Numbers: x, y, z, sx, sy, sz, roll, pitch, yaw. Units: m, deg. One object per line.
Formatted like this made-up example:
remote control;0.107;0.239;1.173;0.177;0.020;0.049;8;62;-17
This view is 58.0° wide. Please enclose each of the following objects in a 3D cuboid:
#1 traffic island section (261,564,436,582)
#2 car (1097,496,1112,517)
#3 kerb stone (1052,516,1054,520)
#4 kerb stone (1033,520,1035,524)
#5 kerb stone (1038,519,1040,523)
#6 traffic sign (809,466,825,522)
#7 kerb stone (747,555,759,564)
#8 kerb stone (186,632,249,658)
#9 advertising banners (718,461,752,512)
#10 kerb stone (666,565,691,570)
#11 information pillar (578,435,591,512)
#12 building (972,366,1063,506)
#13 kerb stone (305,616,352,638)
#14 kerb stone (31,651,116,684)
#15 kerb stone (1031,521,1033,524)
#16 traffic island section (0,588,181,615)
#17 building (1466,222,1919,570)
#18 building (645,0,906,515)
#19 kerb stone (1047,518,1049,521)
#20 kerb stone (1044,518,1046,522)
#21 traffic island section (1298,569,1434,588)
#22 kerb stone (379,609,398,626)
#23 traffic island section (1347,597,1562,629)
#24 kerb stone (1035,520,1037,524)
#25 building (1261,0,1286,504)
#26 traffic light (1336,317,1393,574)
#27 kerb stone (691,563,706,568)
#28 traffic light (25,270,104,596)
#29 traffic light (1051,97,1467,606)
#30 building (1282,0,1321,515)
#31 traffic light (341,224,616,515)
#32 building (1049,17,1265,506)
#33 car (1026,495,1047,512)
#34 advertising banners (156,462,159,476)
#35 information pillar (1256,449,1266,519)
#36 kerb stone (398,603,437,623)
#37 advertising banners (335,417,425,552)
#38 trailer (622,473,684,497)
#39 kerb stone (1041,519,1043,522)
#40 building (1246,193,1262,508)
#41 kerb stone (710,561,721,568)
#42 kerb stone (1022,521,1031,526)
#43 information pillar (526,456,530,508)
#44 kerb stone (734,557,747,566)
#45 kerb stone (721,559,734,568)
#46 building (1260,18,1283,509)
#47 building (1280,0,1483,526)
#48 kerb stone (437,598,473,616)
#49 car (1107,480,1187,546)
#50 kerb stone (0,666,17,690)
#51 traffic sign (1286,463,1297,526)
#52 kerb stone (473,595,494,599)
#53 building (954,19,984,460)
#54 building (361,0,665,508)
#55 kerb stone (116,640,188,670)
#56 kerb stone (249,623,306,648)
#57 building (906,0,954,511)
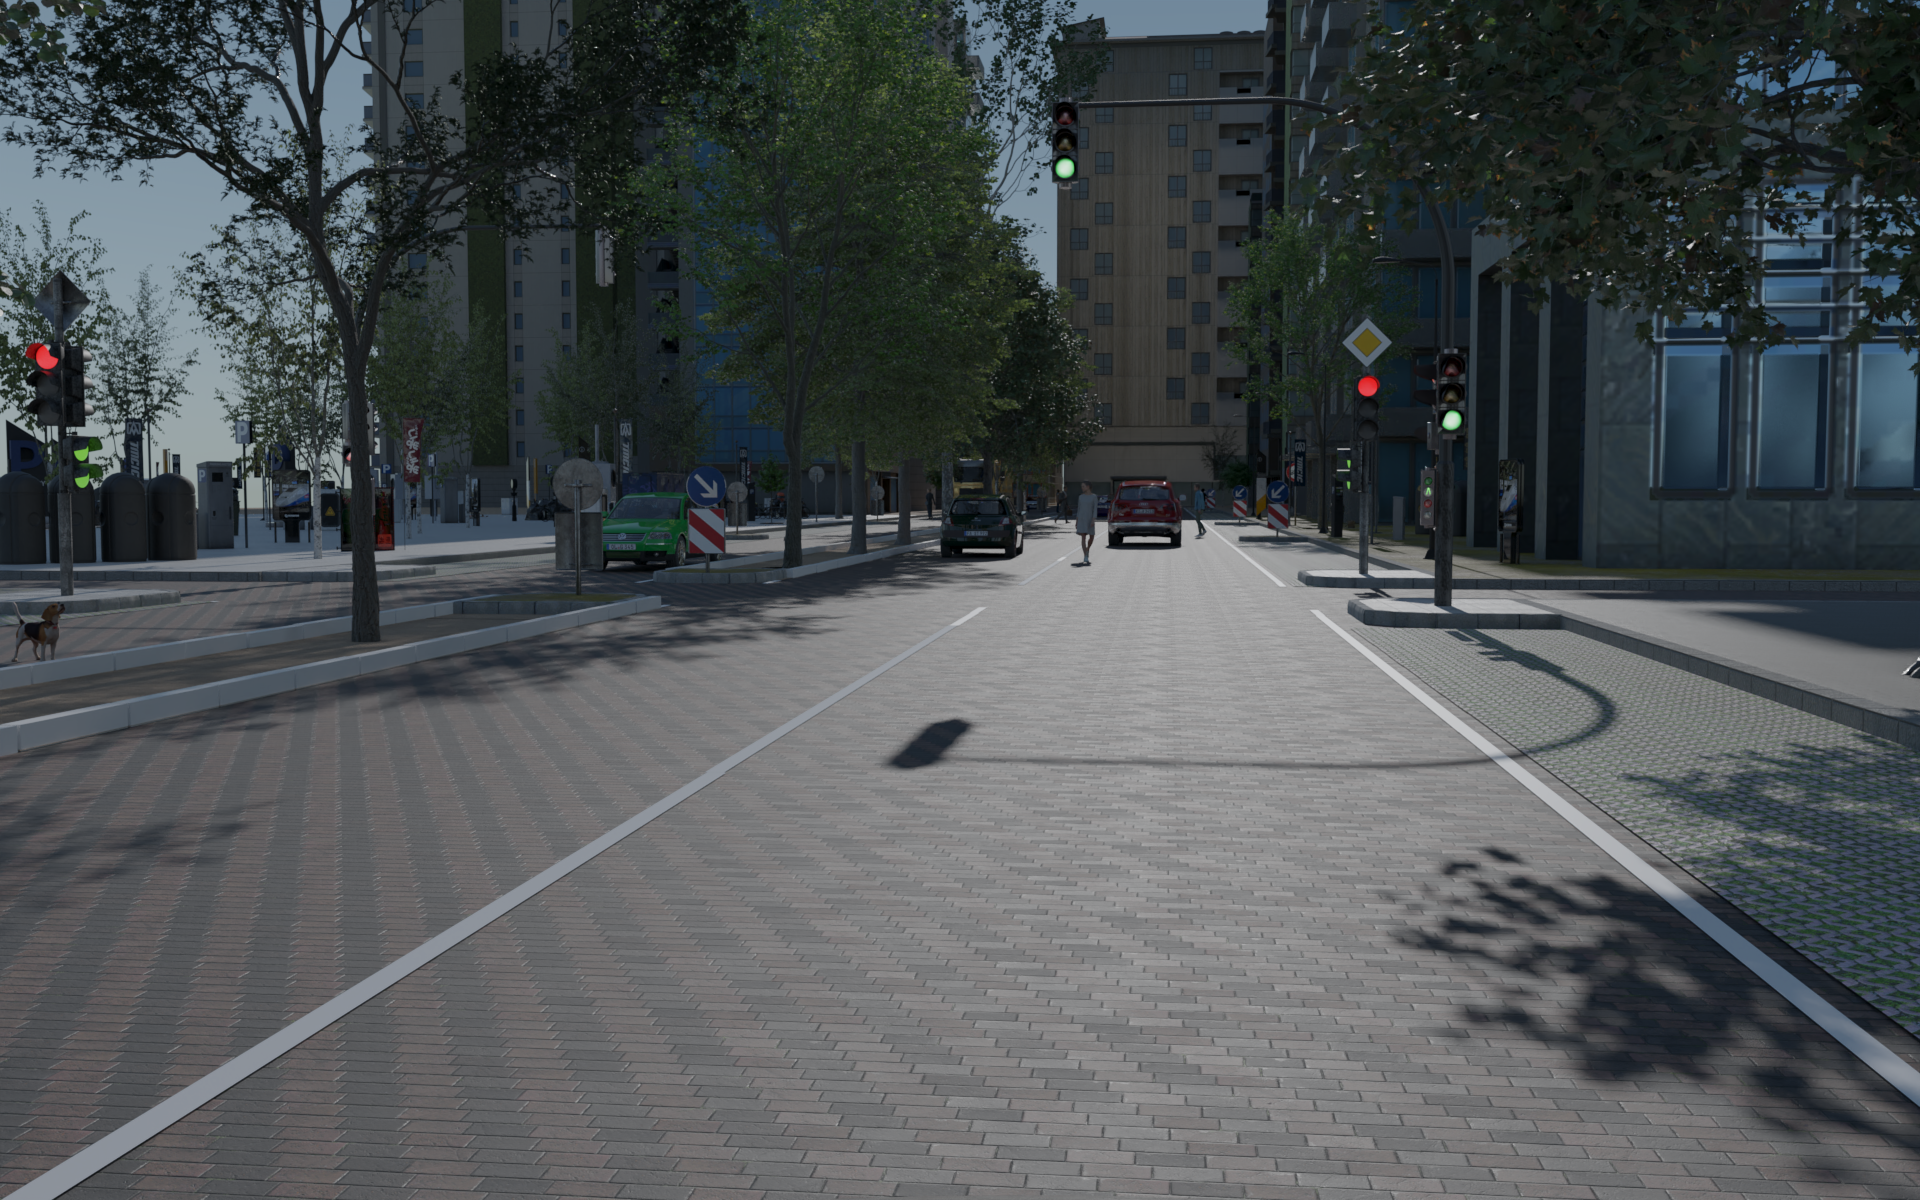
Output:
traffic island section;-10.366;-0.463;29.847;2.009;0.180;2.903;0;4;7
car;7.592;-4.892;92.558;1.945;1.354;3.894;0;4;8
kerb stone;4.907;-4.451;95.096;0.120;0.150;1.000;0;4;7
kerb stone;3.325;-3.650;81.865;0.120;0.150;1.000;0;4;7
kerb stone;3.693;-3.836;84.915;0.120;0.150;1.000;0;4;7
traffic sign;-6.534;-4.812;78.774;0.768;2.556;0.104;1;4;14
kerb stone;-4.325;-0.806;35.366;0.120;0.150;1.000;0;4;7
kerb stone;-6.704;0.410;15.498;0.120;0.150;1.000;0;4;7
advertising banners;-11.923;-5.828;91.467;2.074;3.025;0.090;1;4;16
kerb stone;-4.941;-0.493;30.249;0.120;0.150;1.000;0;4;7
information pillar;-14.978;-4.755;69.094;0.504;3.616;0.183;0;4;-6
building;-3.049;-21.972;204.273;28.899;21.520;27.650;0;4;7
kerb stone;-6.454;0.285;17.541;0.120;0.150;1.000;0;4;7
kerb stone;-6.937;0.534;13.464;0.120;0.150;1.000;0;4;7
kerb stone;3.205;-3.587;80.850;0.120;0.150;1.000;0;4;7
traffic island section;-11.310;0.022;21.918;2.009;0.180;2.903;0;4;7
building;27.663;-44.267;36.429;31.000;86.520;22.319;0;4;7
building;-11.382;-28.273;112.376;14.600;45.320;14.200;0;4;7
kerb stone;4.432;-4.210;91.029;0.120;0.150;1.000;0;4;7
kerb stone;4.181;-4.085;88.988;0.120;0.150;1.000;0;4;7
traffic island section;6.506;-0.340;27.839;2.009;0.180;2.903;0;4;7
kerb stone;-6.328;0.223;18.557;0.120;0.150;1.000;0;4;7
traffic island section;5.561;0.145;19.910;2.009;0.180;2.903;0;4;7
kerb stone;3.445;-3.711;82.880;0.120;0.150;1.000;0;4;7
building;34.418;-29.115;130.652;22.147;44.769;28.867;0;4;7
traffic light;6.468;-2.374;27.730;0.839;4.253;0.868;0;4;7
kerb stone;-4.810;-0.553;31.269;0.120;0.150;1.000;0;4;7
traffic light;-11.272;-2.010;21.778;0.839;4.253;0.868;0;4;7
traffic light;3.435;-2.767;19.907;4.771;5.953;1.251;0;4;7
building;27.485;-26.040;109.343;14.154;41.232;14.086;0;4;7
traffic light;-8.239;-3.353;29.495;4.771;5.953;1.251;0;4;7
building;24.954;-37.357;200.025;27.495;52.752;28.713;0;4;7
car;6.024;-7.744;139.198;1.945;1.354;3.894;0;4;7
advertising banners;-43.415;-5.936;93.236;0.090;3.025;2.074;0;4;-6
information pillar;15.442;-5.961;88.814;0.504;3.616;0.183;0;4;6
kerb stone;-6.211;0.160;19.581;0.120;0.150;1.000;0;4;7
advertising banners;-13.060;-2.625;39.102;2.074;3.025;0.090;-3;5;-39
trailer;-8.472;-2.445;47.030;1.471;1.999;3.904;0;4;7
kerb stone;3.935;-3.954;86.958;0.120;0.150;1.000;0;4;7
building;34.782;-24.205;167.460;14.160;30.474;14.107;0;4;7
kerb stone;-4.689;-0.618;32.292;0.120;0.150;1.000;0;4;7
kerb stone;3.077;-3.525;79.833;0.120;0.150;1.000;0;4;7
information pillar;-26.836;-7.114;107.669;0.183;3.616;0.504;-2;4;-28
kerb stone;-4.451;-0.740;34.349;0.120;0.150;1.000;0;4;7
kerb stone;-4.571;-0.679;33.324;0.120;0.150;1.000;0;4;7
building;34.005;-30.750;152.872;14.600;45.320;14.200;0;4;7
building;27.607;-28.155;79.935;23.786;49.044;30.456;0;4;7
kerb stone;-6.083;0.098;20.595;0.120;0.150;1.000;0;4;7
car;5.325;-2.499;49.525;2.281;1.827;5.304;0;4;8
kerb stone;-7.057;0.596;12.443;0.120;0.150;1.000;0;4;7
traffic sign;13.594;-4.283;70.128;0.768;2.556;0.104;1;4;11
kerb stone;-5.970;0.036;21.611;0.120;0.150;1.000;0;4;7
building;-13.285;-33.533;167.871;30.456;49.044;23.786;0;4;7
building;-42.971;-38.552;172.330;28.212;58.520;21.231;0;4;7
kerb stone;-6.814;0.473;14.482;0.120;0.150;1.000;0;4;7
kerb stone;-6.570;0.354;16.523;0.120;0.150;1.000;0;4;7
building;-12.605;-36.173;133.434;21.231;58.520;28.212;0;4;7
